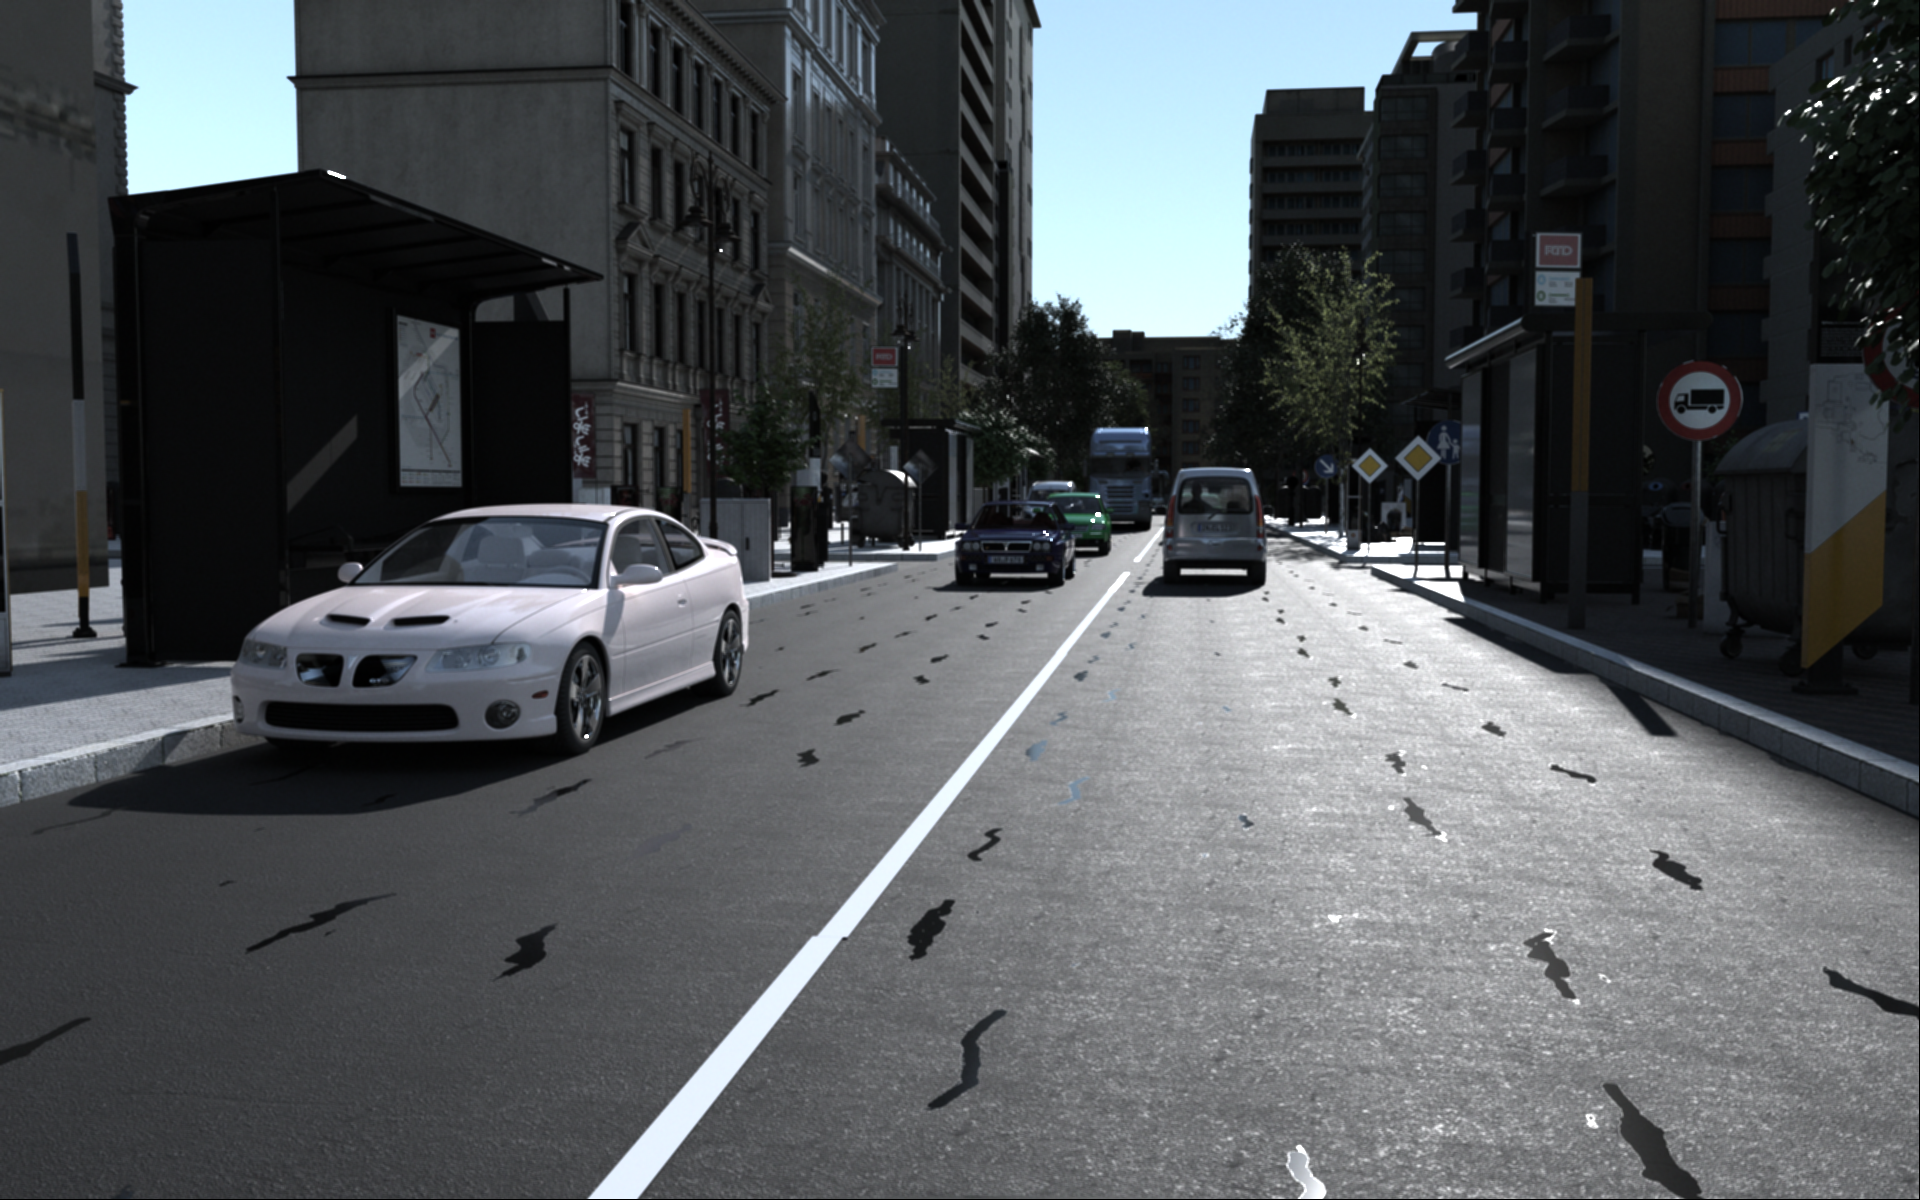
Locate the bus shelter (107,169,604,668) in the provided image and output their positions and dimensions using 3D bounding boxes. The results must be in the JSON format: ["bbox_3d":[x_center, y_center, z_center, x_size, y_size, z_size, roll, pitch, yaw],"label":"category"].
[{"bbox_3d":[-5.069,-1.496,15.741,1.731,3.624,6.357,0,4,7],"label":"bus shelter"}]

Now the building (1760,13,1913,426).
[{"bbox_3d":[45.245,-12.842,55.004,28.899,21.520,27.650,0,4,8],"label":"building"}]

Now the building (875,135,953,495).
[{"bbox_3d":[-8.603,-15.772,99.667,13.314,21.916,24.055,0,4,8],"label":"building"}]

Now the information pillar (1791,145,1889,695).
[{"bbox_3d":[5.648,-1.204,11.038,0.504,3.616,0.183,0,4,0],"label":"information pillar"}]

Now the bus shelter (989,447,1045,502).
[{"bbox_3d":[2.251,-4.722,71.136,2.014,3.302,5.546,0,4,8],"label":"bus shelter"}]

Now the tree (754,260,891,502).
[{"bbox_3d":[-4.514,-6.405,55.090,4.737,8.622,4.395,0,3,0],"label":"tree"}]

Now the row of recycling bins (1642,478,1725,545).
[{"bbox_3d":[18.142,-2.249,43.876,3.534,1.692,1.069,3,5,45],"label":"row of recycling bins"}]

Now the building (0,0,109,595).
[{"bbox_3d":[-23.634,-23.836,13.426,21.600,48.544,21.300,0,4,8],"label":"building"}]

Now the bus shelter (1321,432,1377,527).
[{"bbox_3d":[15.310,-4.713,68.348,1.731,3.624,6.357,0,4,7],"label":"bus shelter"}]

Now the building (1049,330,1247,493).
[{"bbox_3d":[21.399,-22.847,218.587,28.899,21.520,27.650,0,4,8],"label":"building"}]

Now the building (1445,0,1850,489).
[{"bbox_3d":[36.305,-26.321,84.980,22.147,44.769,28.867,0,4,8],"label":"building"}]

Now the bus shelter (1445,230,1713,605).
[{"bbox_3d":[8.115,-2.849,24.209,2.179,5.291,8.768,0,4,7],"label":"bus shelter"}]

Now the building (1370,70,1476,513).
[{"bbox_3d":[35.905,-21.427,122.033,14.160,30.474,14.107,0,4,8],"label":"building"}]

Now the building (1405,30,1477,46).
[{"bbox_3d":[47.331,-27.386,139.645,32.217,40.220,23.993,0,4,8],"label":"building"}]

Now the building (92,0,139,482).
[{"bbox_3d":[-38.479,-13.893,56.033,19.941,23.489,11.050,0,4,8],"label":"building"}]

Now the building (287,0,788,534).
[{"bbox_3d":[-13.025,-11.787,57.351,10.561,19.102,19.286,0,4,8],"label":"building"}]

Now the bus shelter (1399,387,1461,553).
[{"bbox_3d":[11.615,-3.041,40.997,1.731,3.624,6.357,0,4,8],"label":"bus shelter"}]

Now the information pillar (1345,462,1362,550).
[{"bbox_3d":[9.084,-2.164,39.881,0.304,2.012,0.304,1,4,21],"label":"information pillar"}]

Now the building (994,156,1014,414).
[{"bbox_3d":[-3.166,-22.811,144.667,14.160,30.474,14.107,0,4,8],"label":"building"}]

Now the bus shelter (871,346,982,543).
[{"bbox_3d":[-0.993,-4.401,49.595,2.179,5.291,8.768,0,4,8],"label":"bus shelter"}]

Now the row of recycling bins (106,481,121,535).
[{"bbox_3d":[-26.834,-2.956,55.442,1.069,1.692,3.534,0,4,4],"label":"row of recycling bins"}]

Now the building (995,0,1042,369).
[{"bbox_3d":[-7.047,-35.464,169.072,27.495,52.752,28.713,0,4,8],"label":"building"}]

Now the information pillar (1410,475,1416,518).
[{"bbox_3d":[18.896,-4.900,71.469,0.183,3.616,0.504,-1,4,-12],"label":"information pillar"}]

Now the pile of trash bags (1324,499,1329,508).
[{"bbox_3d":[20.652,-5.134,93.692,1.912,1.369,3.447,0,4,1],"label":"pile of trash bags"}]

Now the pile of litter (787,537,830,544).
[{"bbox_3d":[-3.908,-1.892,44.902,1.176,0.858,1.719,0,4,5],"label":"pile of litter"}]

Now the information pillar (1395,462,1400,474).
[{"bbox_3d":[28.001,-7.292,110.581,0.504,3.616,0.183,2,4,33],"label":"information pillar"}]

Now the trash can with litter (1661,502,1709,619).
[{"bbox_3d":[7.793,-0.386,17.691,1.055,1.170,0.624,2,4,32],"label":"trash can with litter"}]

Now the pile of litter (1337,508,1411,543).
[{"bbox_3d":[10.917,-1.973,46.225,1.176,0.858,1.719,-2,4,-26],"label":"pile of litter"}]

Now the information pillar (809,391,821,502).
[{"bbox_3d":[-3.330,-2.958,39.722,0.183,3.616,0.504,1,4,17],"label":"information pillar"}]

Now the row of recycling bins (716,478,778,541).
[{"bbox_3d":[-5.648,-2.370,45.864,1.069,1.692,3.534,1,4,14],"label":"row of recycling bins"}]

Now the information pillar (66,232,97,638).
[{"bbox_3d":[-7.838,-1.471,15.405,0.183,3.616,0.504,-2,4,-29],"label":"information pillar"}]

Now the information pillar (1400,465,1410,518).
[{"bbox_3d":[24.405,-6.307,94.471,0.504,3.616,0.183,1,4,19],"label":"information pillar"}]

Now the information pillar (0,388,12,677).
[{"bbox_3d":[-6.857,-0.466,12.107,0.304,2.012,0.304,-3,5,-41],"label":"information pillar"}]

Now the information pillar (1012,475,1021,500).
[{"bbox_3d":[2.089,-3.727,65.421,0.304,2.012,0.304,2,4,28],"label":"information pillar"}]

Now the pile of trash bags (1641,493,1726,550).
[{"bbox_3d":[16.315,-1.848,39.975,3.447,1.369,1.912,1,4,17],"label":"pile of trash bags"}]

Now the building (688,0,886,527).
[{"bbox_3d":[-11.536,-17.786,76.697,13.634,28.700,20.117,0,4,8],"label":"building"}]

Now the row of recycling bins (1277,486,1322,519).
[{"bbox_3d":[18.092,-5.220,92.455,1.069,1.692,3.534,-1,4,-22],"label":"row of recycling bins"}]

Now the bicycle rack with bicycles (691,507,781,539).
[{"bbox_3d":[-6.617,-2.217,49.631,2.852,0.926,2.925,3,5,39],"label":"bicycle rack with bicycles"}]

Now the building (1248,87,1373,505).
[{"bbox_3d":[45.843,-35.862,210.053,21.600,48.544,21.300,0,4,8],"label":"building"}]

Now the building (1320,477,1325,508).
[{"bbox_3d":[50.935,-28.835,163.326,32.217,40.220,23.993,0,4,8],"label":"building"}]

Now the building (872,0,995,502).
[{"bbox_3d":[-9.224,-30.770,126.796,21.300,48.544,21.600,0,4,8],"label":"building"}]
